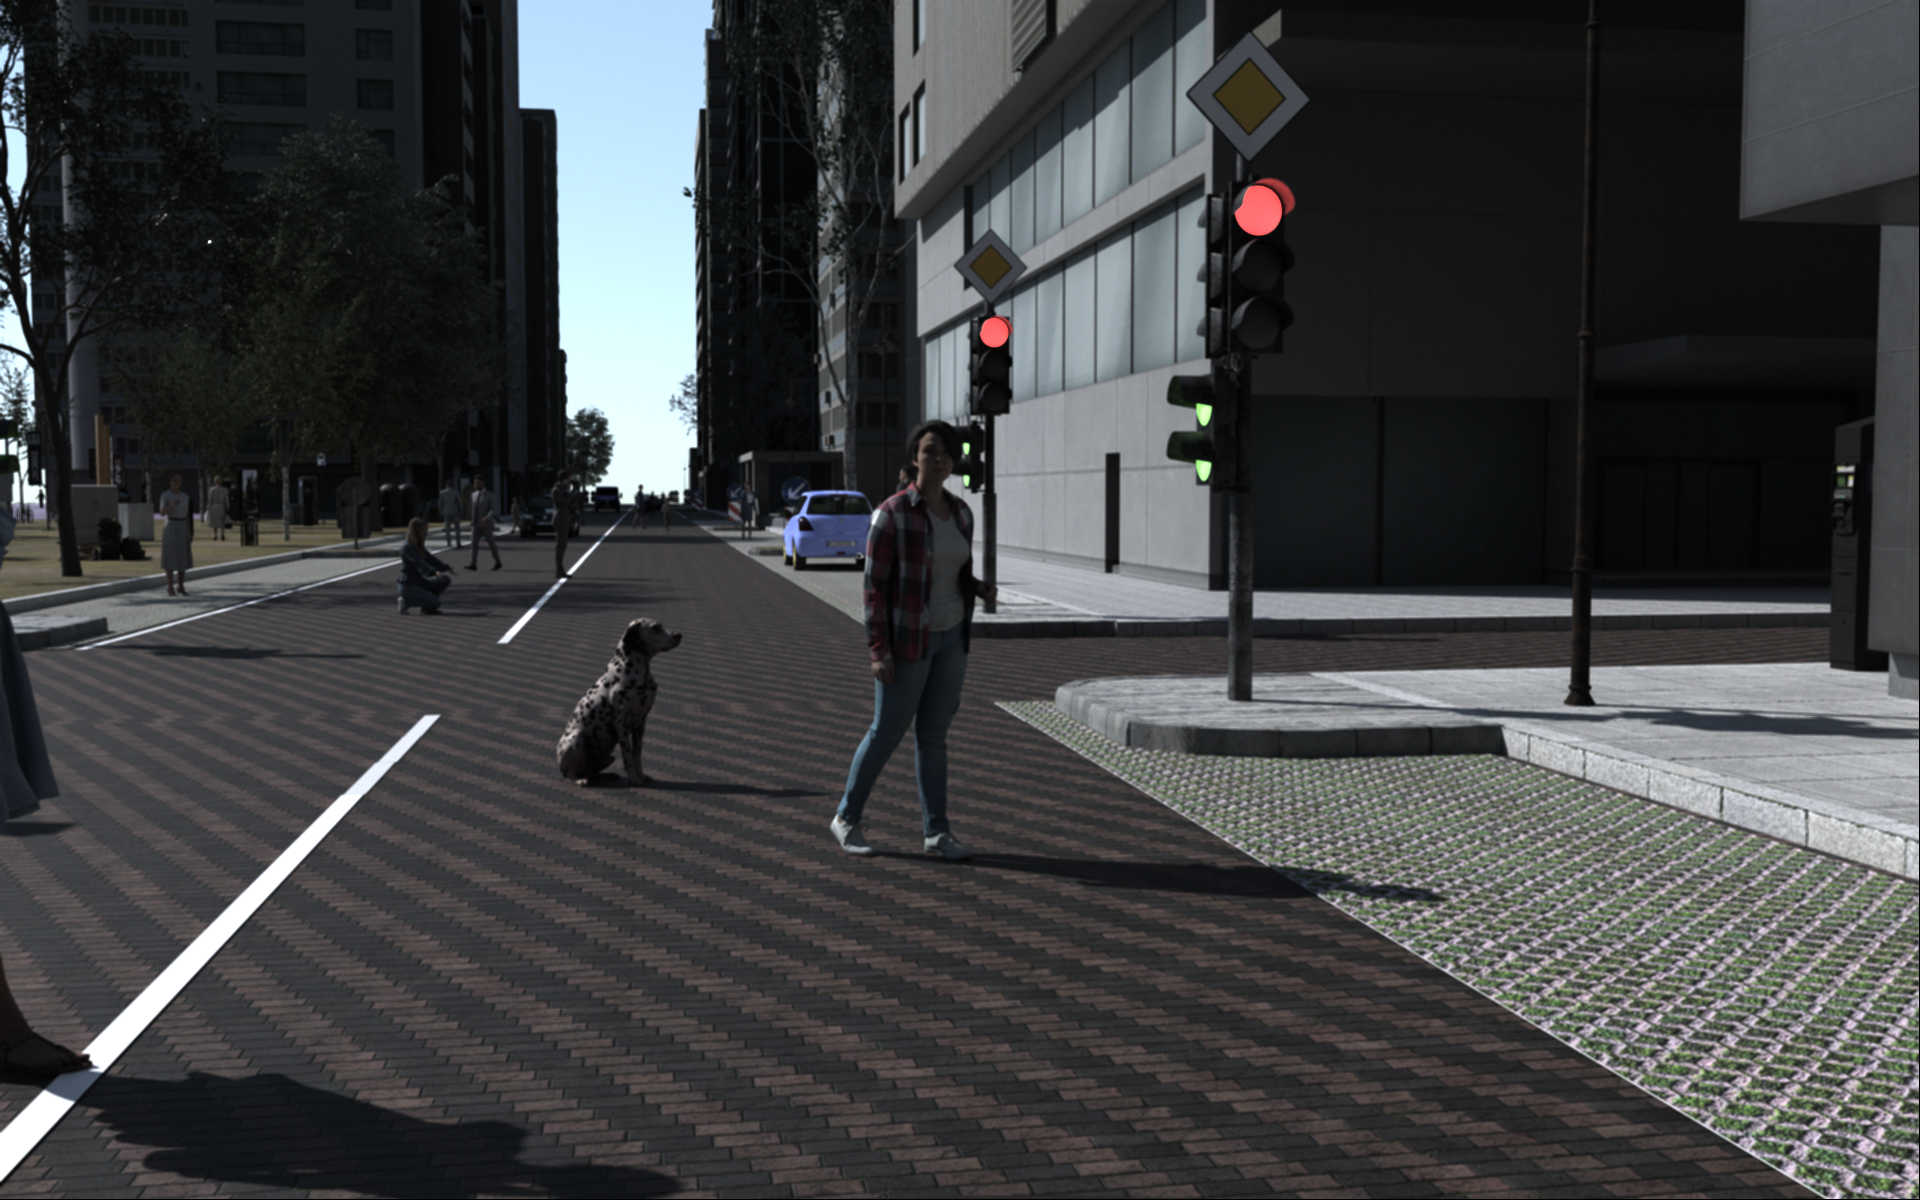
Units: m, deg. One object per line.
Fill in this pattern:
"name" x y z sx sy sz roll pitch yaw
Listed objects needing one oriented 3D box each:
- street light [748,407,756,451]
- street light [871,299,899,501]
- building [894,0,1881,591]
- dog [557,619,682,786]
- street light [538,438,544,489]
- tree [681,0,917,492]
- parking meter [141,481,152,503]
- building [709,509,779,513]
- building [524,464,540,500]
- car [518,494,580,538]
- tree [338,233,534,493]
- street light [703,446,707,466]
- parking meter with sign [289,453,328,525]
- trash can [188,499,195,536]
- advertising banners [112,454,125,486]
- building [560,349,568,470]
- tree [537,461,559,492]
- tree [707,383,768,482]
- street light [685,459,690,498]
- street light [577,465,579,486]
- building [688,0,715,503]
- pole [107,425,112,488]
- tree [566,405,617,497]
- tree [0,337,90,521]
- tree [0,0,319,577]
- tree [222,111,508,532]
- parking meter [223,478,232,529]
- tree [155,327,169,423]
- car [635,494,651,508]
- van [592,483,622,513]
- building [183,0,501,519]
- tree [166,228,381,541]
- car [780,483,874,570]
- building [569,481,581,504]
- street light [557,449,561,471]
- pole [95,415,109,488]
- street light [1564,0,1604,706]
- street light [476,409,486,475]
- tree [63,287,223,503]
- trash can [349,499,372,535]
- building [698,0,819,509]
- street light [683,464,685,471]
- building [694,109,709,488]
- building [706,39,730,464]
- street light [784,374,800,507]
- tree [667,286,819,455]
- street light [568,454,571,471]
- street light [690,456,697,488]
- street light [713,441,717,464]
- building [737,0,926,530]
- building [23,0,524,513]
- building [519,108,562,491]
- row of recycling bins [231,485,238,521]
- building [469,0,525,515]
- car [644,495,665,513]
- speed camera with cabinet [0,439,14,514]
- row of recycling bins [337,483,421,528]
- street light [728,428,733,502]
"street light" -11.087 -7.309 92.284 0.468 5.910 1.993 -1 4 -10
"street light" -1.781 -4.189 41.278 0.468 5.910 1.993 -1 4 -10
"building" 13.372 -27.226 34.392 27.495 52.752 28.713 -1 4 -10
"dog" -1.795 0.496 8.723 0.513 0.831 0.800 -2 4 -34
"street light" -34.663 -10.424 143.221 0.468 5.910 1.993 -1 4 -10
"tree" -2.650 -12.171 54.891 12.611 20.169 13.585 0 3 0
"parking meter" -33.222 -3.978 70.756 0.399 1.863 0.255 -2 4 -23
"building" -10.751 -43.124 143.326 20.563 71.187 20.611 -1 4 -10
"building" -47.321 -43.461 148.837 20.563 71.187 20.611 -1 4 -10
"car" -13.774 -2.963 58.224 2.009 1.686 4.222 -1 4 -8
"tree" -24.682 -10.494 81.946 12.009 13.543 11.850 0 3 0
"street light" -24.621 -11.919 167.658 0.468 5.910 1.993 -1 4 -10
"parking meter with sign" -27.193 -4.642 72.163 0.543 3.016 1.738 2 4 27
"trash can" -22.519 -2.353 50.125 0.748 1.137 0.748 0 3 0
"advertising banners" -37.738 -4.887 76.091 2.074 3.025 0.090 0 4 -7
"building" -59.792 -21.630 198.681 27.650 21.520 28.899 -1 4 -10
"tree" -39.561 -11.110 165.359 4.285 4.588 4.351 0 3 0
"tree" -13.961 -9.793 110.474 4.360 8.622 3.978 0 3 0
"street light" -35.024 -15.380 224.246 0.468 5.910 1.993 -1 4 -10
"street light" -49.665 -15.448 225.365 0.468 5.910 1.993 -1 4 -10
"building" -25.554 -56.408 234.947 22.319 86.520 31.000 -1 4 -10
"pole" -25.331 -3.525 51.470 0.158 3.312 0.155 0 3 0
"tree" -53.890 -20.848 247.518 9.857 13.997 8.962 0 3 0
"tree" -44.318 -8.056 82.079 4.360 8.622 3.978 0 3 0
"tree" -14.122 -5.659 26.936 7.601 10.594 8.767 3 4 37
"tree" -19.943 -9.275 58.306 9.857 13.997 8.962 0 3 0
"parking meter" -27.032 -3.560 63.913 0.255 1.863 0.399 -1 4 -19
"tree" -28.486 -7.083 66.163 4.737 8.622 4.395 0 3 0
"car" -28.007 -8.745 154.785 2.131 1.459 4.920 -1 4 -8
"van" -27.259 -7.914 133.770 2.240 2.365 5.245 -1 4 -12
"building" -33.478 -19.831 95.932 14.160 30.474 14.107 -1 4 -10
"tree" -18.463 -5.959 47.786 4.737 8.622 4.395 0 3 0
"car" -2.508 -1.474 33.691 1.945 1.707 3.694 -1 4 -10
"building" -65.924 -32.547 224.023 32.217 40.220 23.993 -1 4 -10
"street light" -40.233 -12.302 173.918 0.468 5.910 1.993 -1 4 -10
"pole" -22.191 -3.113 44.745 0.158 3.312 0.155 0 3 0
"street light" 3.777 -2.299 10.379 0.468 5.910 1.993 -1 4 -10
"street light" -25.450 -7.296 92.081 0.468 5.910 1.993 -1 4 -10
"tree" -27.897 -6.700 59.900 4.360 8.622 3.978 0 3 0
"trash can" -17.819 -2.432 51.422 0.748 1.137 0.748 0 3 0
"building" -18.046 -45.874 188.299 20.563 71.187 20.611 -1 4 -10
"street light" -39.650 -16.930 249.600 0.468 5.910 1.993 -1 4 -10
"building" -20.979 -35.875 210.255 21.300 48.544 21.600 -1 4 -10
"building" -16.405 -29.188 160.815 14.154 41.232 14.086 -1 4 -10
"street light" -6.494 -5.763 67.016 0.468 5.910 1.993 -1 4 -10
"tree" -11.934 -11.686 101.431 12.009 13.543 11.850 0 3 0
"street light" -44.813 -13.833 198.950 0.468 5.910 1.993 -1 4 -10
"street light" -30.341 -13.811 198.600 0.468 5.910 1.993 -1 4 -10
"street light" -20.153 -10.387 142.607 0.468 5.910 1.993 -1 4 -10
"building" 6.542 -23.530 76.603 32.217 40.220 23.993 -1 4 -10
"building" -48.975 -26.586 126.559 32.217 40.220 23.993 -1 4 -10
"building" -48.608 -30.219 177.680 14.154 41.232 14.086 -1 4 -10
"row of recycling bins" -34.516 -4.646 83.079 1.069 1.692 3.534 -1 4 -13
"building" -35.400 -28.097 109.489 14.600 45.320 14.200 -1 4 -10
"car" -22.731 -7.135 129.245 1.945 1.354 3.894 -1 4 -11
"speed camera with cabinet" -28.871 -3.529 52.039 0.660 3.252 2.038 -2 4 -33
"row of recycling bins" -22.480 -3.670 67.116 1.069 1.692 3.534 2 4 34
"street light" -15.521 -8.831 117.175 0.468 5.910 1.993 -1 4 -10
